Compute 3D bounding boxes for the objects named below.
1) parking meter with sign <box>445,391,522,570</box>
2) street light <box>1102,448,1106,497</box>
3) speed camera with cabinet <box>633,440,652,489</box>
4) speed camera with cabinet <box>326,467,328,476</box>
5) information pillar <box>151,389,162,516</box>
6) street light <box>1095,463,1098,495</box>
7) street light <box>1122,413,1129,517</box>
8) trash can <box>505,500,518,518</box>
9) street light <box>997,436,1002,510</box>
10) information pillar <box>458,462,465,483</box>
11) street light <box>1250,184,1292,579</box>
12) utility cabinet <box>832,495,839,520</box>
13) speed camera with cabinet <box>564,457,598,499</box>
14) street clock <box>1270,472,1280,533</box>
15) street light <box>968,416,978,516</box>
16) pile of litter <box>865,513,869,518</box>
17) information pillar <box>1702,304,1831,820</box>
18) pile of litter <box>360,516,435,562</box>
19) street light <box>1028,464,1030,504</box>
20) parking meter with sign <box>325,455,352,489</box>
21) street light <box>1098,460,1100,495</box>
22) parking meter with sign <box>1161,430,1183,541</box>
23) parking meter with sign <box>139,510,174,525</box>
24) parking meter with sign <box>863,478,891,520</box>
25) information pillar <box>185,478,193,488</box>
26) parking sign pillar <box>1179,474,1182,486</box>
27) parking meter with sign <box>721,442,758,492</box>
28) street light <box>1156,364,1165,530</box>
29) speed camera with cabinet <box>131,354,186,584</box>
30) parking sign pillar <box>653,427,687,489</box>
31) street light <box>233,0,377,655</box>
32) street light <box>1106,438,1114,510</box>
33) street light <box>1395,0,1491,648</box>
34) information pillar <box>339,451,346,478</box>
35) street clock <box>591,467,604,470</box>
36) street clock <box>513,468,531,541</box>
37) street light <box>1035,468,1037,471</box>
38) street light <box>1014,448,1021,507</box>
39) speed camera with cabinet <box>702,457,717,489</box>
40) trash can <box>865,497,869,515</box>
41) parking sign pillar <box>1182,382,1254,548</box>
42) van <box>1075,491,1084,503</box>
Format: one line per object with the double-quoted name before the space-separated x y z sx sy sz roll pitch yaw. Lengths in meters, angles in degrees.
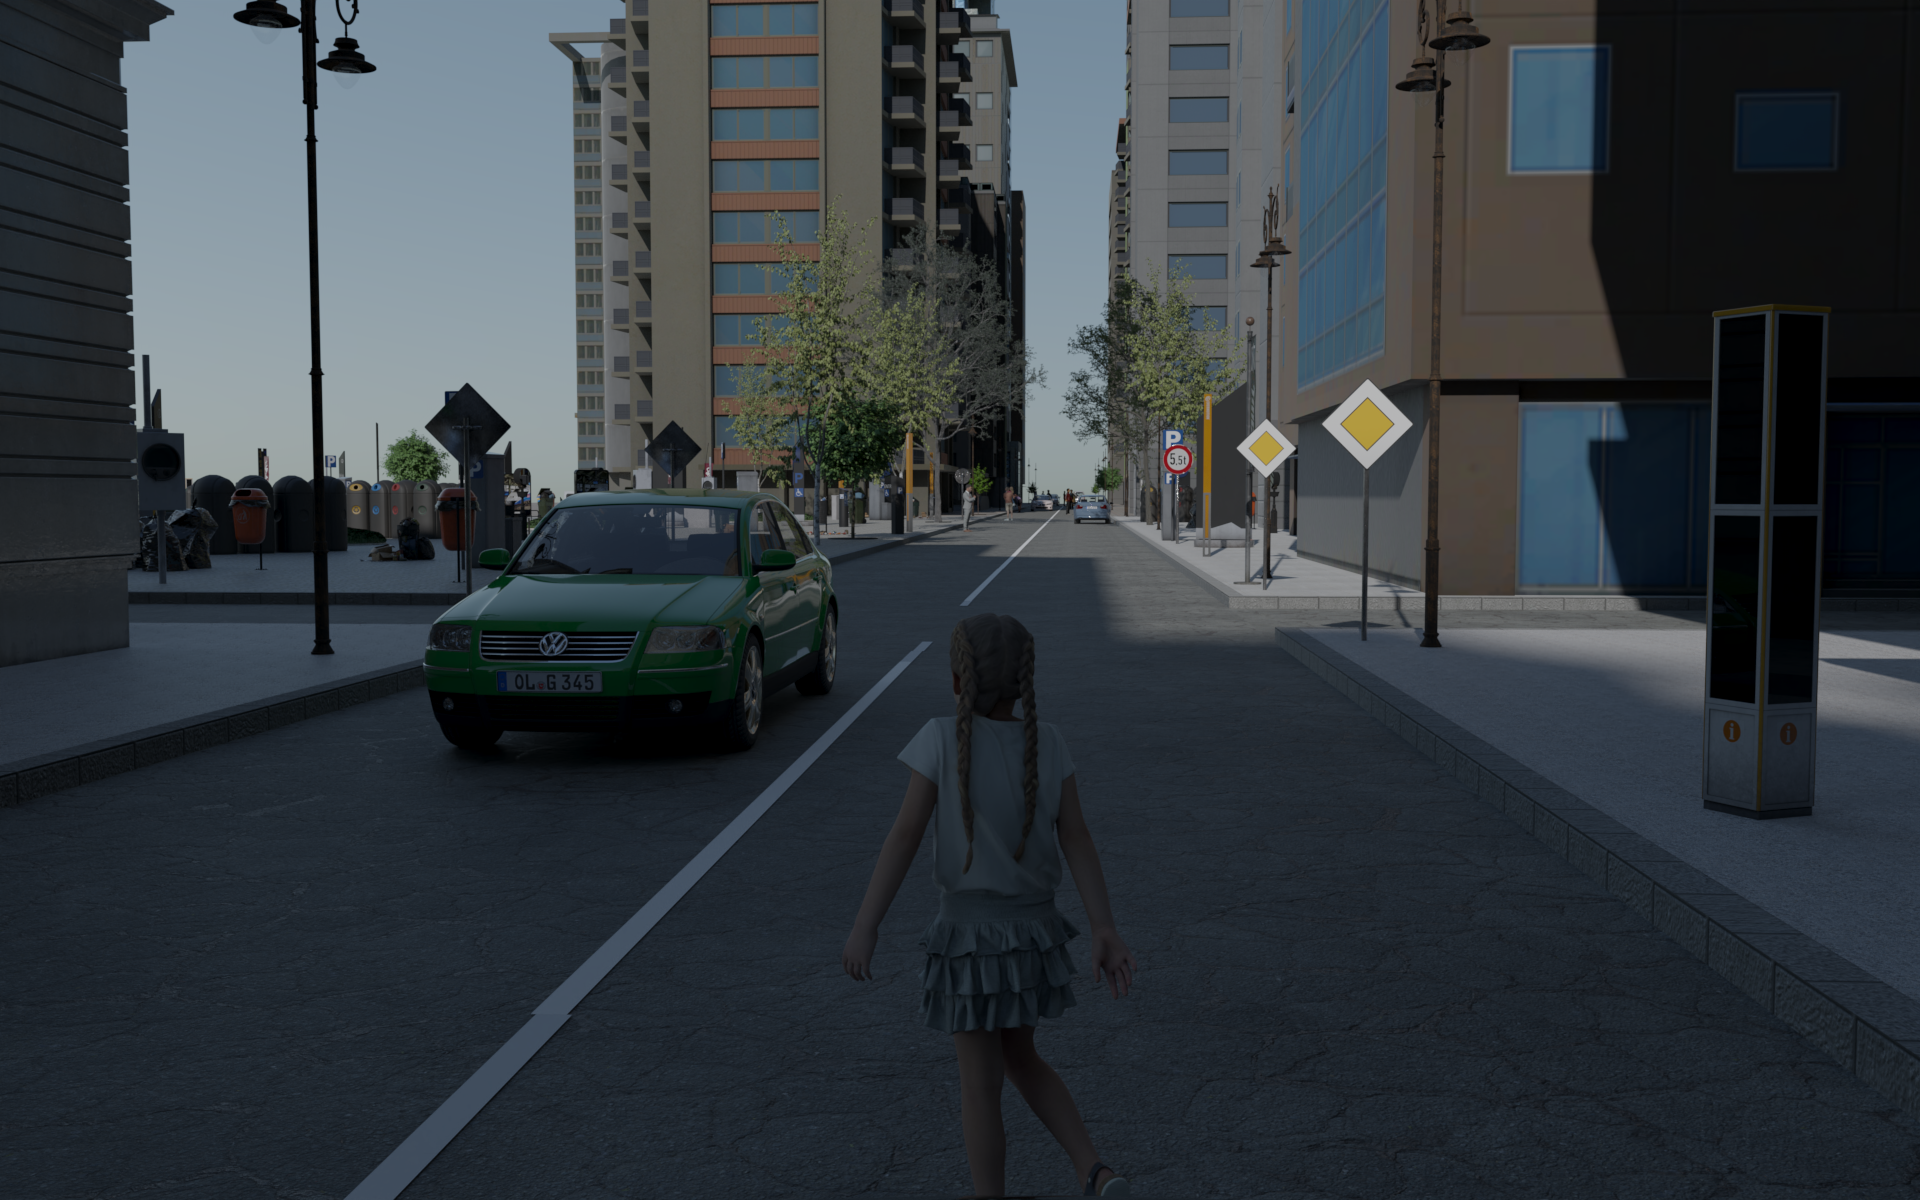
"parking meter with sign" -8.227 -2.070 30.098 0.543 3.016 1.738 1 4 14
"street light" 14.583 -12.294 173.799 0.468 5.910 1.993 0 4 4
"speed camera with cabinet" -11.775 -4.225 63.420 0.660 3.252 2.038 -1 4 -21
"speed camera with cabinet" -34.245 -5.954 91.686 2.038 3.252 0.660 1 4 11
"information pillar" -17.773 -2.876 38.378 0.183 3.616 0.504 0 4 -6
"street light" 17.720 -15.208 221.434 0.468 5.910 1.993 0 4 4
"street light" 9.783 -7.924 102.342 0.468 5.910 1.993 0 4 4
"trash can" -10.276 -1.658 38.763 0.748 1.137 0.748 0 3 0
"street light" 3.138 -9.995 136.208 0.468 5.910 1.993 0 4 4
"information pillar" -28.755 -6.651 100.104 0.504 3.616 0.183 -1 4 -20
"street light" 4.672 -3.267 26.201 0.468 5.910 1.993 0 4 4
"utility cabinet" -6.052 -4.640 87.025 0.306 1.237 1.020 2 4 28
"speed camera with cabinet" -20.305 -6.060 93.418 2.038 3.252 0.660 0 4 8
"street clock" 10.253 -3.178 56.531 0.358 2.002 0.471 -1 4 -11
"street light" 0.752 -7.802 100.349 0.468 5.910 1.993 0 4 4
"pile of litter" -5.459 -4.865 93.500 1.719 0.858 1.176 -2 4 -35
"information pillar" 3.217 -0.149 6.929 0.304 2.012 0.304 -1 4 -21
"pile of litter" -10.901 -1.197 33.532 1.176 0.858 1.719 3 4 38
"street light" 8.732 -15.088 219.476 0.468 5.910 1.993 0 4 4
"parking meter with sign" -27.616 -4.973 77.574 1.738 3.016 0.543 2 4 32
"street light" 15.381 -13.034 185.888 0.468 5.910 1.993 0 4 4
"parking meter with sign" 5.813 -3.155 47.850 0.543 3.016 1.738 0 4 3
"parking meter with sign" -18.671 -2.632 39.293 1.738 3.016 0.543 -3 5 -40
"parking meter with sign" -4.079 -5.415 84.790 1.738 3.016 0.543 3 5 39
"information pillar" -36.116 -4.690 81.173 0.304 2.012 0.304 -2 4 -28
"parking sign pillar" 12.302 -6.656 97.292 1.447 3.967 1.447 -2 4 -30
"parking meter with sign" -7.206 -3.828 58.853 1.738 3.016 0.543 -1 4 -13
"street light" 7.116 -5.448 61.860 0.468 5.910 1.993 0 4 4
"speed camera with cabinet" -11.888 -1.816 24.028 0.660 3.252 2.038 3 5 44
"parking sign pillar" -11.731 -4.984 69.954 1.447 3.967 1.447 1 4 14
"street light" -5.114 -2.503 13.719 0.468 5.910 1.993 0 4 4
"street light" 12.126 -10.098 137.888 0.468 5.910 1.993 0 4 4
"street light" 3.956 -2.544 14.375 0.468 5.910 1.993 0 4 4
"information pillar" -33.461 -6.269 93.861 0.504 3.616 0.183 3 4 36
"street clock" -9.826 -2.596 47.017 0.358 2.002 0.471 1 4 17
"street clock" -12.089 -2.648 47.863 0.358 2.002 0.471 2 4 28
"street light" 11.162 -17.262 255.016 0.468 5.910 1.993 0 4 4
"street light" 5.521 -12.169 171.751 0.468 5.910 1.993 0 4 4
"speed camera with cabinet" -14.031 -6.001 92.446 2.038 3.252 0.660 1 4 11
"trash can" -5.031 -5.143 95.749 0.748 1.137 0.748 0 3 0
"parking sign pillar" 6.391 -3.264 41.842 1.447 3.967 1.447 2 4 31
"van" 16.162 -13.962 235.283 2.013 2.044 4.112 0 4 3
